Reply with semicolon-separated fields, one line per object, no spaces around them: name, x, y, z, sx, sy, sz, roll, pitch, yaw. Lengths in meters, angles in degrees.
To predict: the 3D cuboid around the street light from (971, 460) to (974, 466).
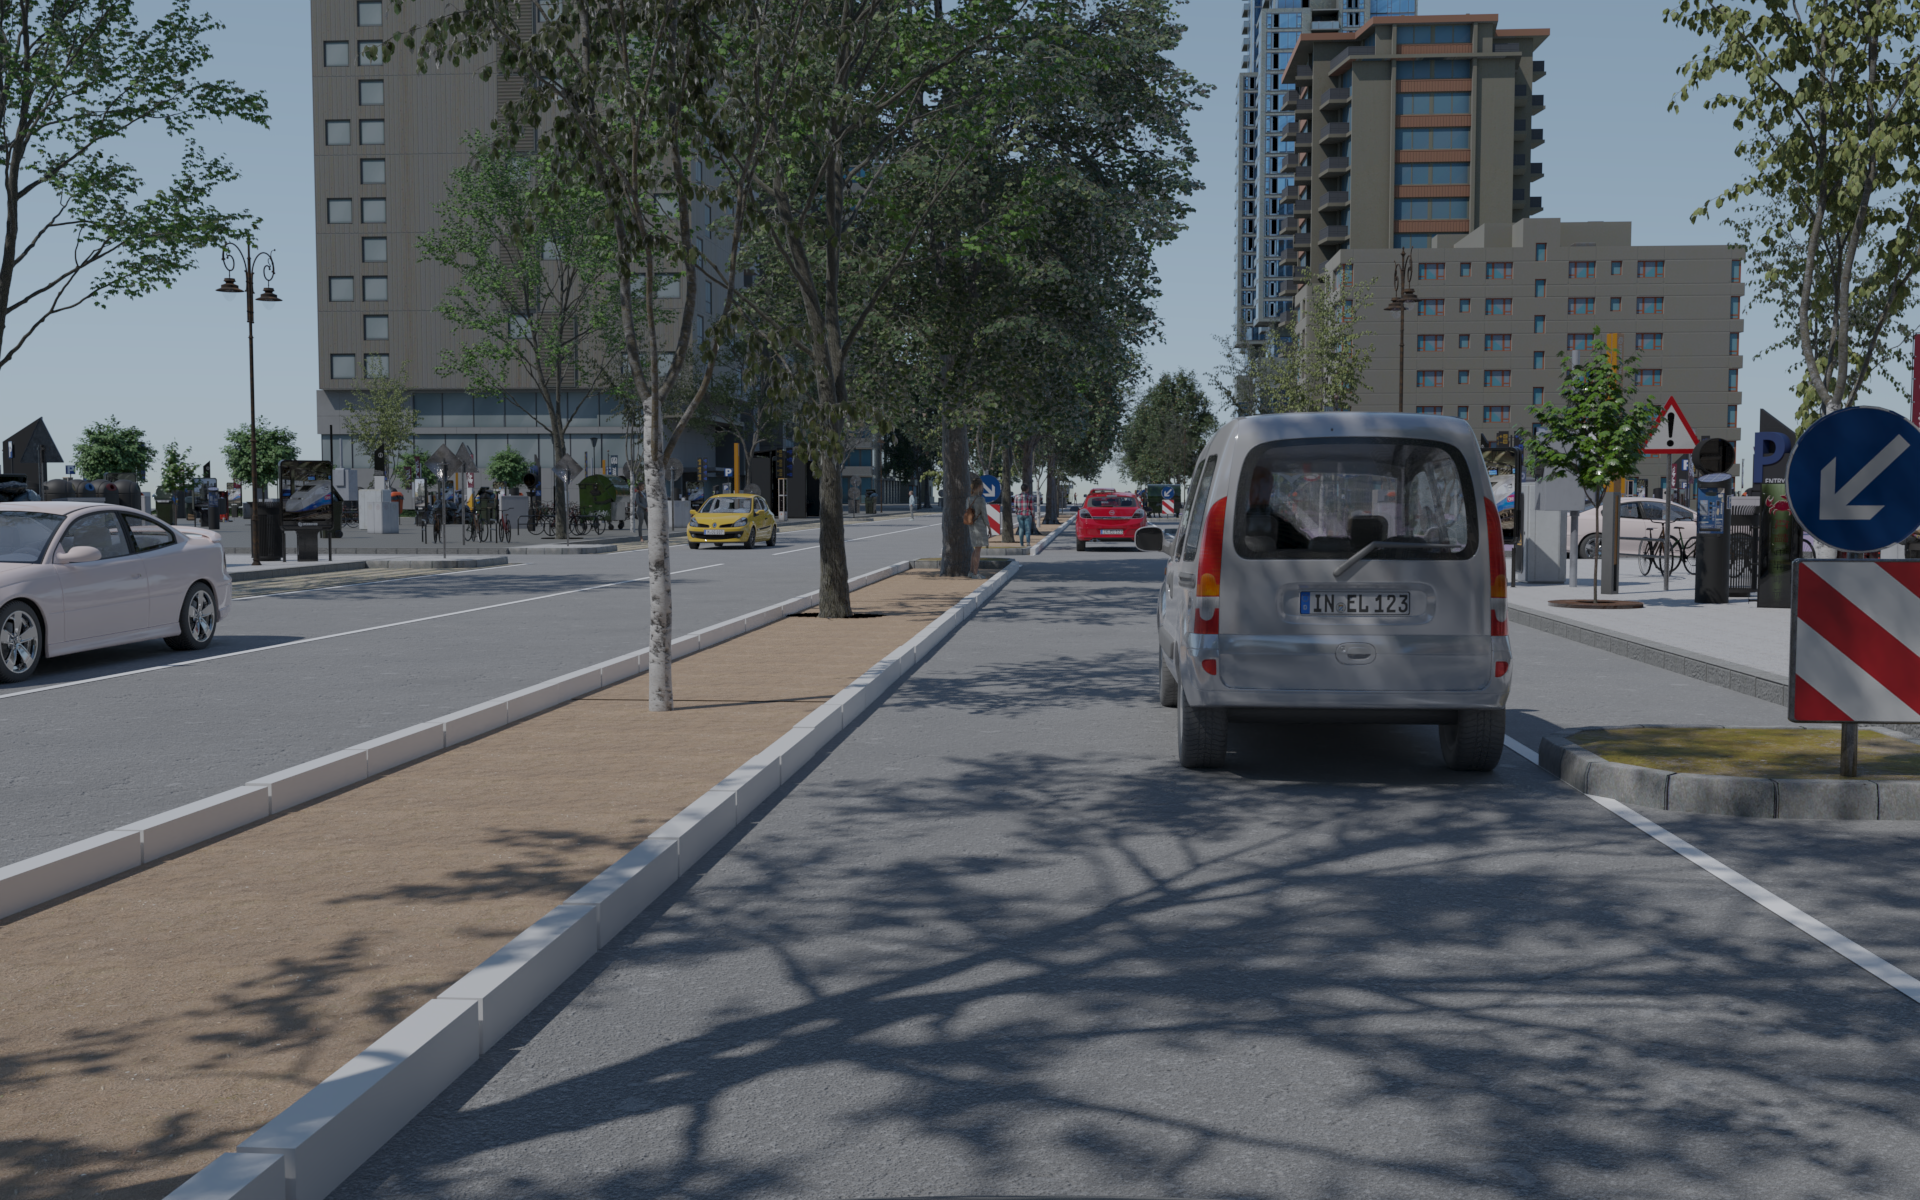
street light;1.457;-14.043;202.386;0.468;5.910;1.993;0;4;5

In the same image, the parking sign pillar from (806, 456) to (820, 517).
parking sign pillar;-8.224;-6.757;98.944;1.447;3.967;1.447;0;4;-3

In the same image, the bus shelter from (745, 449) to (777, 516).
bus shelter;-10.061;-6.225;93.056;1.731;3.624;6.357;0;4;5

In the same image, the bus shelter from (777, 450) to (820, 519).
bus shelter;-8.244;-6.228;93.108;1.731;3.624;6.357;0;4;5

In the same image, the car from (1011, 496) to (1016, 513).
car;3.779;-6.128;112.777;1.945;1.354;3.894;0;4;3

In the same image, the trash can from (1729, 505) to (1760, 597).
trash can;9.679;-0.616;21.720;0.748;1.137;0.748;0;3;0

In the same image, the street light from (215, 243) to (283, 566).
street light;-12.641;-3.557;30.944;0.468;5.910;1.993;0;4;5

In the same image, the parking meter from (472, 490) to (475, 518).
parking meter;-26.280;-5.182;93.144;0.372;1.533;0.369;0;3;0

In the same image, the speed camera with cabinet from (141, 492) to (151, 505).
speed camera with cabinet;-56.814;-7.632;119.113;0.660;3.252;2.038;3;5;43

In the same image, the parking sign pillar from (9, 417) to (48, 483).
parking sign pillar;-32.564;-4.396;60.351;1.447;3.967;1.447;-1;4;-8

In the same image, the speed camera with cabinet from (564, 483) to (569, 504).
speed camera with cabinet;-23.036;-6.478;100.249;0.660;3.252;2.038;-1;4;-19

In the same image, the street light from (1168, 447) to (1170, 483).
street light;17.432;-10.480;144.139;0.468;5.910;1.993;0;4;5

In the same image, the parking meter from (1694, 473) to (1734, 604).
parking meter;8.865;-0.732;20.384;0.372;1.533;0.369;0;3;0

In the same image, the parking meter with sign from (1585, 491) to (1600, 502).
parking meter with sign;27.174;-4.790;74.574;0.543;3.016;1.738;-2;4;-35

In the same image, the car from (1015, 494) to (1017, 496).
car;5.111;-8.078;141.860;2.009;1.686;4.222;0;4;6

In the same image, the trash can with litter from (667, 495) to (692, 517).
trash can with litter;-15.327;-5.229;96.557;2.233;1.210;1.678;3;5;44

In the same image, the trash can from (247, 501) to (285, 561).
trash can;-13.267;-1.317;33.192;0.748;1.137;0.748;0;3;0

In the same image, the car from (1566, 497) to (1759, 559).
car;14.411;-1.452;36.104;4.827;1.381;2.083;0;4;5

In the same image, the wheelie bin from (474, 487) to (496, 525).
wheelie bin;-20.005;-3.985;73.062;0.693;1.594;0.980;1;4;16

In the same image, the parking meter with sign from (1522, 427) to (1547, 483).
parking meter with sign;14.570;-3.030;45.798;0.543;3.016;1.738;-3;5;-42

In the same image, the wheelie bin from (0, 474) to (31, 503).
wheelie bin;-14.792;-1.163;26.916;0.980;1.594;0.693;-3;5;-45

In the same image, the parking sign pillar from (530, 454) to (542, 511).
parking sign pillar;-28.579;-7.844;116.729;1.447;3.967;1.447;-2;4;-27

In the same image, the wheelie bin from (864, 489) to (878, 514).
wheelie bin;-5.799;-6.418;112.842;0.980;1.594;0.693;1;4;18

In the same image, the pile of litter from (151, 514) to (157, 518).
pile of litter;-46.996;-5.231;99.497;1.176;0.858;1.719;3;4;38

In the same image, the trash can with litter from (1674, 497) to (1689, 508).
trash can with litter;38.723;-5.067;93.905;1.678;1.210;2.233;-3;5;-39

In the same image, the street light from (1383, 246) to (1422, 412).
street light;8.279;-3.653;32.516;0.468;5.910;1.993;0;4;5

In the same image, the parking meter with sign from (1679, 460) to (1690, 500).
parking meter with sign;36.873;-5.616;88.090;0.543;3.016;1.738;1;4;16

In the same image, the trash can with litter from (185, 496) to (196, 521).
trash can with litter;-37.275;-4.447;84.097;0.624;1.170;1.055;-2;4;-28

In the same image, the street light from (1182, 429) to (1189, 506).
street light;15.595;-9.012;120.126;0.468;5.910;1.993;0;4;5

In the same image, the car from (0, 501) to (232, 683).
car;-7.975;-0.141;14.660;2.083;1.381;4.827;0;4;3

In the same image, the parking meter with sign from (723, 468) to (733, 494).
parking meter with sign;-15.701;-7.349;116.420;0.543;3.016;1.738;0;4;2

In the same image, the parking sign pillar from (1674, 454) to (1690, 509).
parking sign pillar;45.822;-7.442;110.151;1.447;3.967;1.447;-1;4;-20

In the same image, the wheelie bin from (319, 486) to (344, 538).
wheelie bin;-18.321;-2.595;50.343;0.693;1.594;0.980;-2;4;-33

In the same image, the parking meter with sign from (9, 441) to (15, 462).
parking meter with sign;-32.060;-3.711;56.937;1.738;3.016;0.543;-3;4;-38

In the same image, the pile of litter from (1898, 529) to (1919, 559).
pile of litter;11.909;-0.463;21.529;1.719;0.858;1.176;3;5;41

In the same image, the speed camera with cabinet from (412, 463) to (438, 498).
speed camera with cabinet;-34.640;-7.204;112.121;0.660;3.252;2.038;1;4;19

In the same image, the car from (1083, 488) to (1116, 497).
car;8.429;-5.721;102.219;2.281;1.827;5.304;0;4;4

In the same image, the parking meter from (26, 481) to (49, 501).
parking meter;-17.255;-1.469;32.428;0.372;1.533;0.369;0;3;0

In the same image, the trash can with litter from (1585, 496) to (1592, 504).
trash can with litter;29.147;-4.450;83.809;2.233;1.210;1.678;-1;4;-16

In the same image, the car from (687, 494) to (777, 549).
car;-6.078;-2.205;46.271;2.015;1.641;3.980;0;4;6

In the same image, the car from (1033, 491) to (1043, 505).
car;10.411;-14.110;239.366;2.281;1.827;5.304;0;4;5

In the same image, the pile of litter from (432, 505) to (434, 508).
pile of litter;-23.585;-3.923;78.114;1.719;0.858;1.176;0;4;3

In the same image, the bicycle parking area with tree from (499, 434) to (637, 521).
bicycle parking area with tree;-18.844;-6.016;85.359;9.016;4.147;8.231;1;4;23

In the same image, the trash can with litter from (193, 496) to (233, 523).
trash can with litter;-34.108;-4.154;78.973;1.678;1.210;2.233;2;4;31

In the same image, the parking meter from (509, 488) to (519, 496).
parking meter;-17.410;-3.626;67.692;0.372;1.533;0.369;0;3;0

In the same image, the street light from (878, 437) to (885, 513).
street light;-5.410;-8.946;119.057;0.468;5.910;1.993;0;4;5

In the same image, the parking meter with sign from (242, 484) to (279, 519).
parking meter with sign;-36.040;-5.686;89.233;1.738;3.016;0.543;-2;4;-26

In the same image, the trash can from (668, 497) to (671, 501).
trash can;-12.655;-3.861;74.774;0.748;1.137;0.748;0;3;0

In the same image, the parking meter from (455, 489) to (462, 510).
parking meter;-25.994;-4.978;89.802;0.372;1.533;0.369;0;3;0

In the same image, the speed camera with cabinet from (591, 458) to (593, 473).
speed camera with cabinet;-19.381;-6.126;94.496;2.038;3.252;0.660;1;4;21

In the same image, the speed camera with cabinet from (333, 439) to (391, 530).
speed camera with cabinet;-21.330;-4.124;61.766;2.038;3.252;0.660;1;4;16

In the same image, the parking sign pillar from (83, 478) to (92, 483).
parking sign pillar;-36.917;-5.222;73.857;1.447;3.967;1.447;0;4;-4

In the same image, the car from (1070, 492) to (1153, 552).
car;3.902;-2.181;44.692;2.155;1.783;4.494;0;4;5

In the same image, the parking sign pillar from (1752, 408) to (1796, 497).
parking sign pillar;25.371;-4.002;53.910;1.447;3.967;1.447;-2;4;-28

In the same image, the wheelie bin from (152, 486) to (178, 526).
wheelie bin;-29.339;-3.430;63.987;0.980;1.594;0.693;0;4;-4

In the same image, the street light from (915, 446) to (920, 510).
street light;-3.467;-10.375;142.416;0.468;5.910;1.993;0;4;5

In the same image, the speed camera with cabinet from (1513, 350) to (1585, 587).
speed camera with cabinet;8.363;-1.852;24.609;0.660;3.252;2.038;0;4;7

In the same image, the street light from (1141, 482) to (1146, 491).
street light;26.280;-17.012;250.927;0.468;5.910;1.993;0;4;5

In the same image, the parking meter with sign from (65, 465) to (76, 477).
parking meter with sign;-54.317;-6.662;105.179;1.738;3.016;0.543;3;5;42

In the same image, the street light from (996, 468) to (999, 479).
street light;5.422;-16.954;249.992;0.468;5.910;1.993;0;4;5
